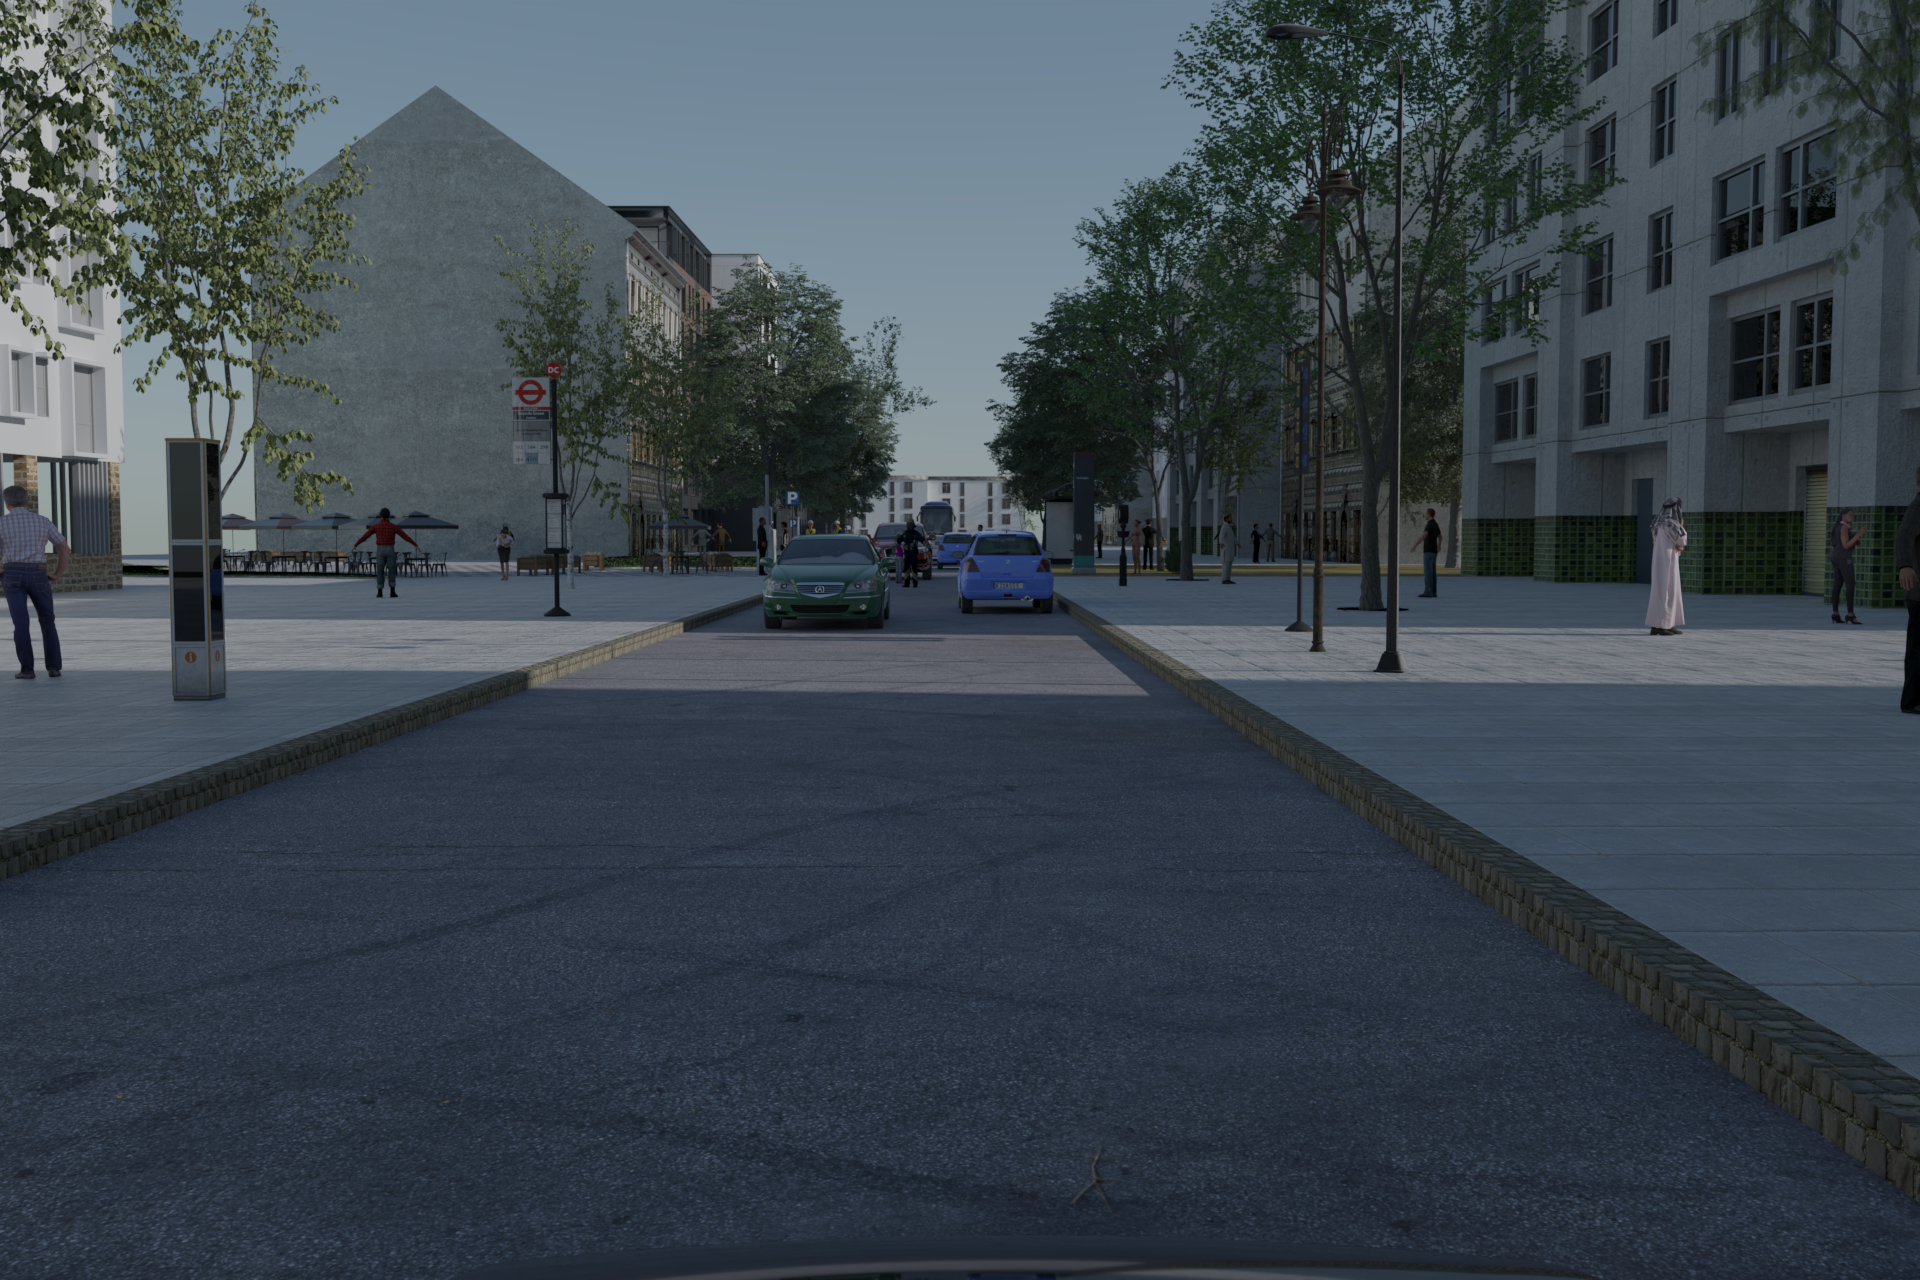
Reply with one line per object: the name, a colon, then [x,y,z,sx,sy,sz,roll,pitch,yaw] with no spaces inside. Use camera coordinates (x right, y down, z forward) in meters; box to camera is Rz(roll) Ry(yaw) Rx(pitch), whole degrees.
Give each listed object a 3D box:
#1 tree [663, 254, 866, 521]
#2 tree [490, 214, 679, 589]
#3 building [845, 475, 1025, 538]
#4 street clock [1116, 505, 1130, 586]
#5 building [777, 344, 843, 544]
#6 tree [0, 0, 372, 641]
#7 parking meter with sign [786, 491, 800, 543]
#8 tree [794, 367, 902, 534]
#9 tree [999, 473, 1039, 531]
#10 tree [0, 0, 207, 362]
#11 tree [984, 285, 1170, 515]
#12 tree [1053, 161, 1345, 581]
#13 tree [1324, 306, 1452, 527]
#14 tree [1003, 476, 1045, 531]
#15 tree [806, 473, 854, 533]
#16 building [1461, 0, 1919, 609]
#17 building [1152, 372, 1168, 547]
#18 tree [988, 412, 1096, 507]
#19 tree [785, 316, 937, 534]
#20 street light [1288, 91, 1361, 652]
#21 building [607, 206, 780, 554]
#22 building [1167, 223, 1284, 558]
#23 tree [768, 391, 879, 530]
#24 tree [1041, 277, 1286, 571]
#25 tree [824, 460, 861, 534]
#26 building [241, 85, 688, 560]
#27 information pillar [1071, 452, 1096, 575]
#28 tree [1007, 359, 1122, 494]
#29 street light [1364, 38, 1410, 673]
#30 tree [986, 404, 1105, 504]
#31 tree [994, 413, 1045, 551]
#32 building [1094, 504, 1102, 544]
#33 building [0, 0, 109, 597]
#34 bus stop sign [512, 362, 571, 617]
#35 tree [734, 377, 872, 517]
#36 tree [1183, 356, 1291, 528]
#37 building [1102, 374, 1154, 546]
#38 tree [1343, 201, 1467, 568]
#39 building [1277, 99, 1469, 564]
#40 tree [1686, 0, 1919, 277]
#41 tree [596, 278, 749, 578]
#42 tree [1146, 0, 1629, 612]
tree: [-8.906,-10.635,80.532,9.857,13.997,8.962,0,3,0]
tree: [-8.953,-5.489,40.107,4.737,8.622,4.395,0,3,0]
building: [-4.665,-18.527,247.526,28.070,9.664,9.099,0,4,-1]
street clock: [4.017,-2.327,42.617,0.358,2.002,0.471,0,3,0]
building: [-28.704,-21.952,202.890,27.936,21.610,32.646,0,4,0]
tree: [-8.780,-4.270,20.171,4.737,8.622,4.395,0,3,0]
parking meter with sign: [-6.804,-4.580,71.136,0.543,3.016,1.738,0,4,-1]
tree: [-9.110,-13.789,132.110,9.857,13.997,8.962,0,3,0]
tree: [5.730,-12.685,157.768,4.360,8.622,3.978,0,3,0]
tree: [-8.659,-3.923,14.501,4.737,8.622,4.395,0,3,0]
tree: [5.943,-11.002,86.536,9.857,13.997,8.962,0,3,0]
tree: [6.362,-7.440,47.392,9.928,11.665,9.643,0,3,0]
tree: [13.367,-6.462,56.014,4.360,8.622,3.978,0,3,0]
tree: [5.485,-12.267,150.920,4.360,8.622,3.978,0,3,0]
tree: [-9.199,-10.597,123.630,4.737,8.622,4.395,0,3,0]
building: [24.035,-10.473,37.696,16.747,18.905,31.486,0,4,0]
building: [25.533,-19.946,182.533,16.016,20.090,11.380,0,4,-1]
tree: [6.482,-11.478,122.074,8.767,10.594,7.601,-1,4,-21]
tree: [-7.837,-17.943,149.259,12.611,20.169,13.585,0,3,0]
street light: [3.901,-2.809,18.718,0.468,5.910,1.993,0,3,0]
building: [-28.573,-17.149,124.361,27.936,21.610,32.646,0,3,0]
building: [23.115,-14.723,107.183,16.747,18.905,31.486,0,3,0]
tree: [-8.818,-10.535,106.663,8.767,10.594,7.601,1,4,14]
tree: [6.975,-7.669,59.803,8.767,10.594,7.601,0,4,4]
tree: [-9.158,-10.126,115.926,4.360,8.622,3.978,0,3,0]
building: [-25.815,-16.119,94.467,19.493,23.208,18.063,0,4,-1]
information pillar: [3.928,-4.015,55.026,0.750,3.857,0.750,0,4,0]
tree: [6.433,-10.715,100.948,9.928,11.665,9.643,0,3,0]
street light: [4.561,-2.654,15.937,1.470,5.913,1.316,0,3,0]
tree: [6.151,-10.774,110.568,8.767,10.594,7.601,-2,4,-25]
tree: [6.484,-12.813,135.240,9.928,11.665,9.643,0,3,0]
building: [22.596,-22.701,227.573,16.016,20.090,11.380,0,4,0]
building: [-24.392,-10.435,27.030,16.016,20.090,11.380,0,4,-1]
bus stop sign: [-6.515,-2.339,26.952,0.855,3.939,0.416,0,4,-1]
tree: [-8.984,-9.914,96.502,8.767,10.594,7.601,0,4,3]
tree: [10.546,-7.153,67.317,4.737,8.622,4.395,0,3,0]
building: [26.017,-22.240,194.558,19.493,23.208,18.063,0,4,0]
tree: [18.749,-9.712,65.440,9.857,13.997,8.962,0,3,0]
building: [26.175,-15.325,81.488,19.493,23.208,18.063,0,4,-1]
tree: [6.651,-3.721,11.209,4.360,8.622,3.978,0,3,0]
tree: [-8.433,-6.146,50.851,4.737,8.622,4.395,0,3,0]
tree: [6.976,-6.306,28.862,9.928,11.665,9.643,0,3,0]
